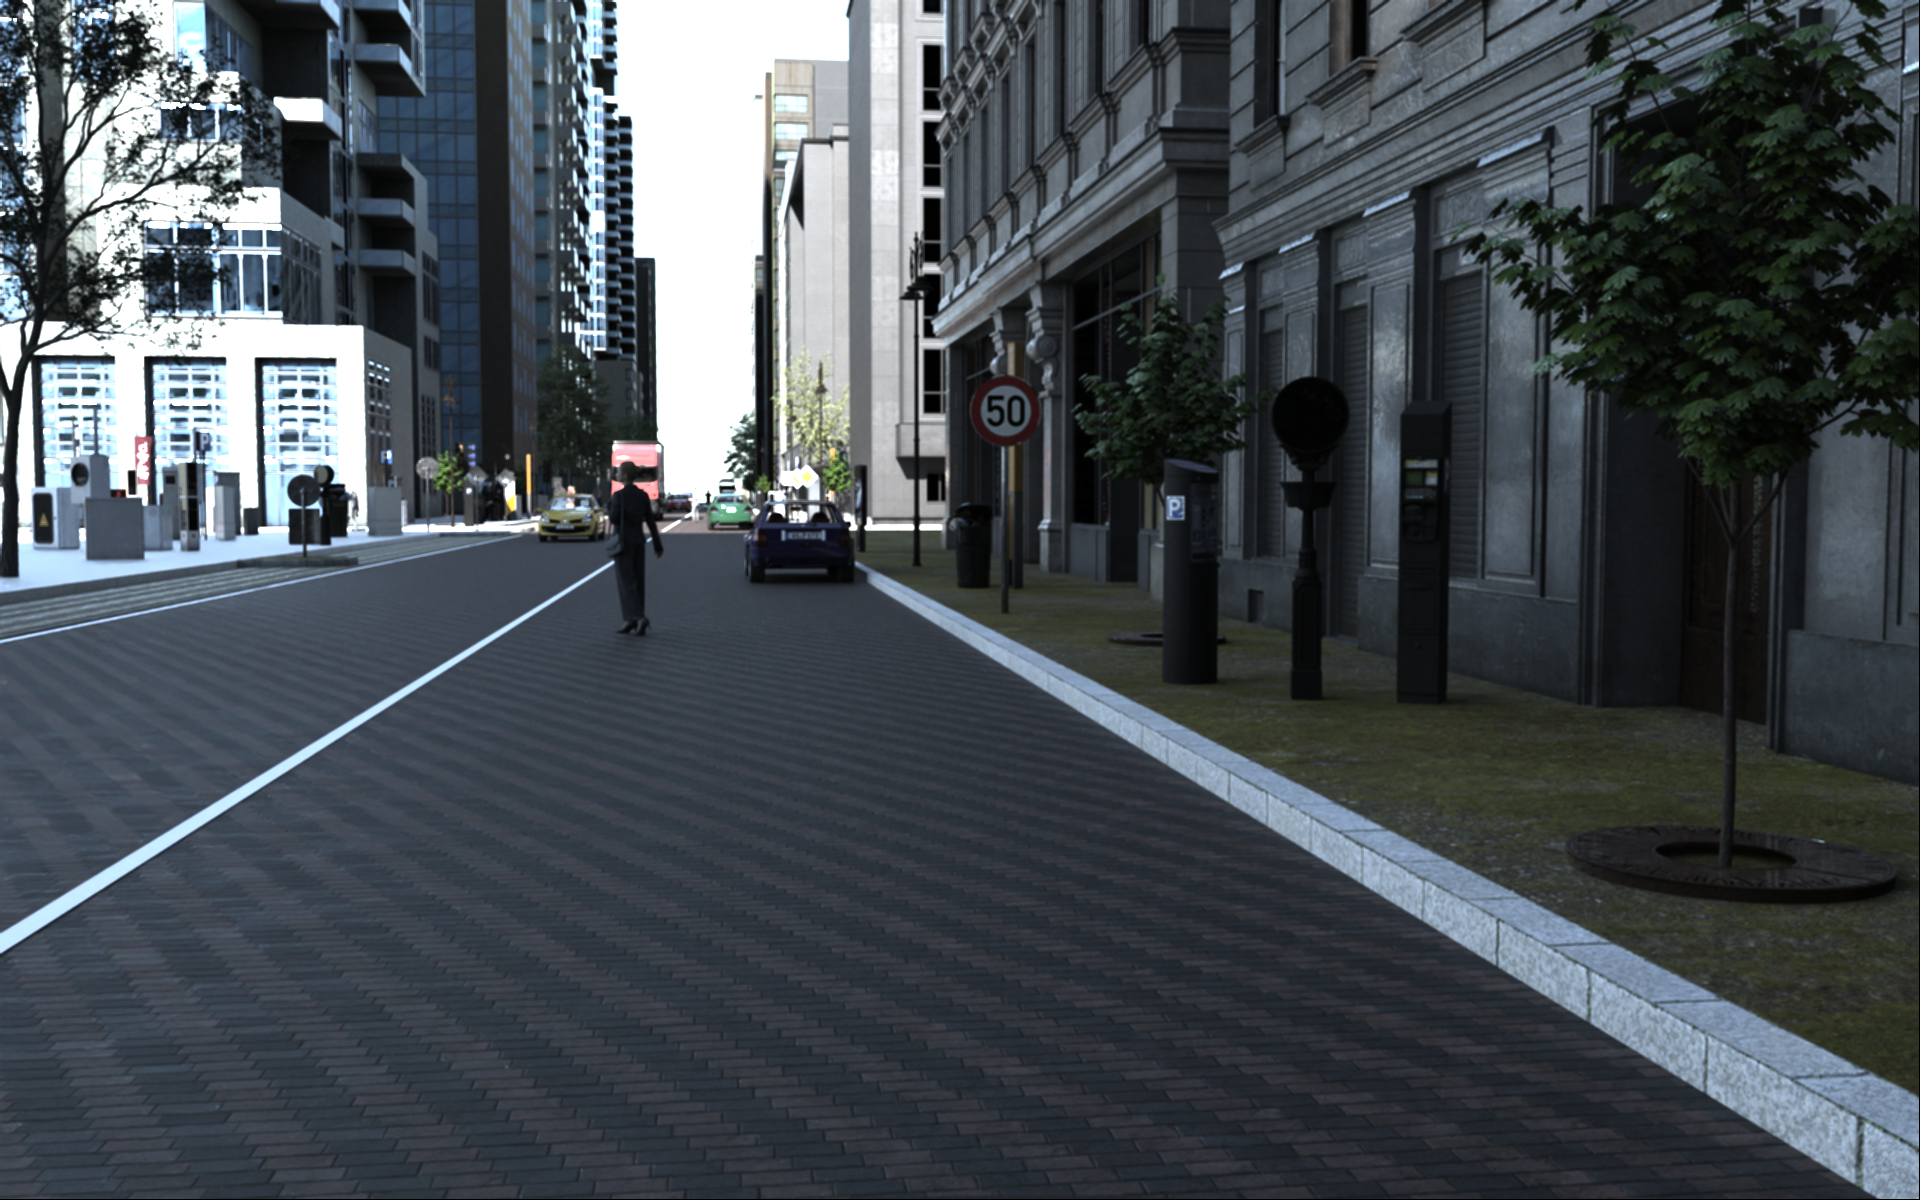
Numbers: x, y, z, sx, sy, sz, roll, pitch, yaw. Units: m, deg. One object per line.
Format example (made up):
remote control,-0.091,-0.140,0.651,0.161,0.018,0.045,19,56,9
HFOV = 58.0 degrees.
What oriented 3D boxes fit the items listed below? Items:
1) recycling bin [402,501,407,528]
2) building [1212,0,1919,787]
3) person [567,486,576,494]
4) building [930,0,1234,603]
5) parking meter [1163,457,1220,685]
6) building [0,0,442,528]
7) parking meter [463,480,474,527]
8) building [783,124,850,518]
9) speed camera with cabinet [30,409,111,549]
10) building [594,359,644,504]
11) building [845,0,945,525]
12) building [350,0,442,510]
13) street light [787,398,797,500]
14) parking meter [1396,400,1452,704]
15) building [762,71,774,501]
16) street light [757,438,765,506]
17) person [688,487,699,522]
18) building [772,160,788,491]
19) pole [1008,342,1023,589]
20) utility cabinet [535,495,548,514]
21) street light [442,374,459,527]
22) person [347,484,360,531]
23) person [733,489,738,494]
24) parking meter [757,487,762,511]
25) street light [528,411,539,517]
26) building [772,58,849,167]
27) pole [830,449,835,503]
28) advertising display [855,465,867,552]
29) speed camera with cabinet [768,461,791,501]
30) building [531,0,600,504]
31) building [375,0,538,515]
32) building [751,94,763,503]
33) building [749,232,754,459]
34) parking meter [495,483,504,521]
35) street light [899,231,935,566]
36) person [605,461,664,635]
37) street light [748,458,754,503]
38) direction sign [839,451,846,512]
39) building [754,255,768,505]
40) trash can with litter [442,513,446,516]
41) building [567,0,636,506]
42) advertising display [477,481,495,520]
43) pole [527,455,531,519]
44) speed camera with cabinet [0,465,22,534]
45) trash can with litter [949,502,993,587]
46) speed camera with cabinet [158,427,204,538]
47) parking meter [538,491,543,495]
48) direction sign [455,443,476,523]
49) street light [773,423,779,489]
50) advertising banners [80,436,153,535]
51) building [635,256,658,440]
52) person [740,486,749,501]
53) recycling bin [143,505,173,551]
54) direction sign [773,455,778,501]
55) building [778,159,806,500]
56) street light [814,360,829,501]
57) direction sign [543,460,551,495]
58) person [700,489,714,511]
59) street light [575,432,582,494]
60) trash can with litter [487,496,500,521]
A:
recycling bin,-21.654,-3.295,66.429,0.722,1.027,0.722,0,4,-4
building,8.569,-9.811,9.559,9.793,20.994,18.267,0,4,-8
person,-18.973,-4.658,84.637,0.580,1.828,0.573,2,4,28
building,4.128,-11.546,39.679,10.553,20.767,40.483,0,4,-8
parking meter,1.572,-0.207,11.798,0.372,1.533,0.369,0,3,0
building,-36.039,-46.809,78.002,22.319,86.520,31.000,0,4,-8
parking meter,-19.230,-3.795,67.754,0.399,1.863,0.255,-1,4,-23
building,-3.283,-17.636,107.411,14.314,24.678,30.058,0,4,-8
speed camera with cabinet,-20.704,-2.809,40.264,2.038,3.252,0.660,2,4,25
building,-57.984,-23.981,237.120,27.650,21.520,28.899,0,4,-8
building,7.425,-17.358,77.305,24.014,27.812,14.314,0,4,-8
building,-49.350,-53.251,183.326,22.319,86.520,31.000,0,4,-8
street light,-8.087,-6.757,83.271,0.468,5.910,1.993,0,4,-8
parking meter,2.862,-0.304,10.677,0.255,1.863,0.399,2,4,25
building,-13.533,-32.513,181.702,14.600,45.320,14.200,0,4,-8
street light,-16.211,-10.374,142.409,0.468,5.910,1.993,0,4,-8
person,-13.548,-4.852,88.034,0.583,1.804,0.606,-1,4,-10
building,-9.546,-23.340,153.316,14.160,30.474,14.107,0,4,-8
pole,0.746,-1.811,23.448,0.158,3.312,0.155,0,3,0
utility cabinet,-26.512,-6.030,109.747,0.306,1.237,1.020,2,4,25
street light,-19.577,-5.743,66.688,0.468,5.910,1.993,0,4,-8
person,-22.475,-3.383,63.921,0.767,1.812,0.694,3,4,38
person,-16.915,-7.497,130.887,0.447,1.846,0.655,-1,4,-15
parking meter,-15.622,-7.906,134.977,0.399,1.863,0.255,0,4,-2
street light,-23.620,-7.538,96.040,0.468,5.910,1.993,0,4,-8
building,-10.983,-29.567,167.008,14.154,41.232,14.086,0,4,-8
pole,-5.745,-5.150,78.049,0.158,3.312,0.155,0,3,0
advertising display,-2.205,-2.036,38.497,0.123,1.923,0.974,-1,4,-13
speed camera with cabinet,-10.866,-6.753,104.745,0.660,3.252,2.038,-2,4,-35
building,-44.982,-32.691,154.110,23.786,49.044,30.456,0,4,-8
building,-34.942,-28.142,110.237,14.600,45.320,14.200,0,4,-8
building,-20.206,-43.735,257.058,21.231,58.520,28.212,0,4,-8
building,-23.401,-40.786,286.463,23.786,49.044,30.456,0,4,-8
parking meter,-22.373,-4.792,84.068,0.399,1.863,0.255,-1,4,-13
street light,-0.769,-3.542,30.694,0.468,5.910,1.993,0,4,-8
person,-3.326,-0.538,17.725,0.534,1.772,0.576,1,4,17
street light,-22.533,-13.213,188.823,0.468,5.910,1.993,0,4,-8
direction sign,-6.413,-6.114,91.959,0.876,3.537,0.379,-2,4,-32
building,-17.941,-26.879,211.180,14.160,30.474,14.107,0,4,-8
trash can with litter,-30.553,-5.441,100.023,2.233,1.210,1.678,1,4,13
building,-59.785,-58.277,265.506,22.319,86.520,31.000,0,4,-8
advertising display,-23.433,-4.919,85.643,0.974,1.923,0.123,2,4,24
pole,-22.276,-5.848,89.463,0.158,3.312,0.155,0,3,0
speed camera with cabinet,-30.891,-3.730,55.326,2.038,3.252,0.660,2,4,27
trash can with litter,0.115,-0.768,23.947,0.624,1.170,1.055,0,4,-6
speed camera with cabinet,-23.135,-3.489,51.380,0.660,3.252,2.038,-3,5,-45
parking meter,-30.165,-7.106,124.596,0.372,1.533,0.369,0,3,0
direction sign,-21.745,-5.154,76.268,0.876,3.537,0.379,0,4,-1
street light,-11.963,-8.554,112.646,0.468,5.910,1.993,0,4,-8
advertising banners,-25.404,-3.427,52.214,2.074,3.025,0.090,-1,4,-11
building,-57.996,-37.079,289.843,14.154,41.232,14.086,0,4,-8
person,-10.599,-4.677,84.878,0.656,1.842,0.836,1,4,20
recycling bin,-18.489,-1.653,39.582,0.722,1.027,0.722,0,4,-4
direction sign,-10.672,-6.625,100.316,0.379,3.537,0.876,-1,4,-21
building,-7.548,-19.269,133.067,12.078,24.808,19.932,0,4,-8
street light,-4.823,-5.337,60.044,0.468,5.910,1.993,0,4,-8
direction sign,-27.855,-7.642,116.951,0.379,3.537,0.876,1,4,22
person,-21.764,-8.659,149.705,1.348,1.869,0.705,-1,4,-20
street light,-27.705,-9.361,125.844,0.468,5.910,1.993,0,4,-8
trash can with litter,-22.141,-4.321,82.036,0.624,1.170,1.055,-2,4,-24
